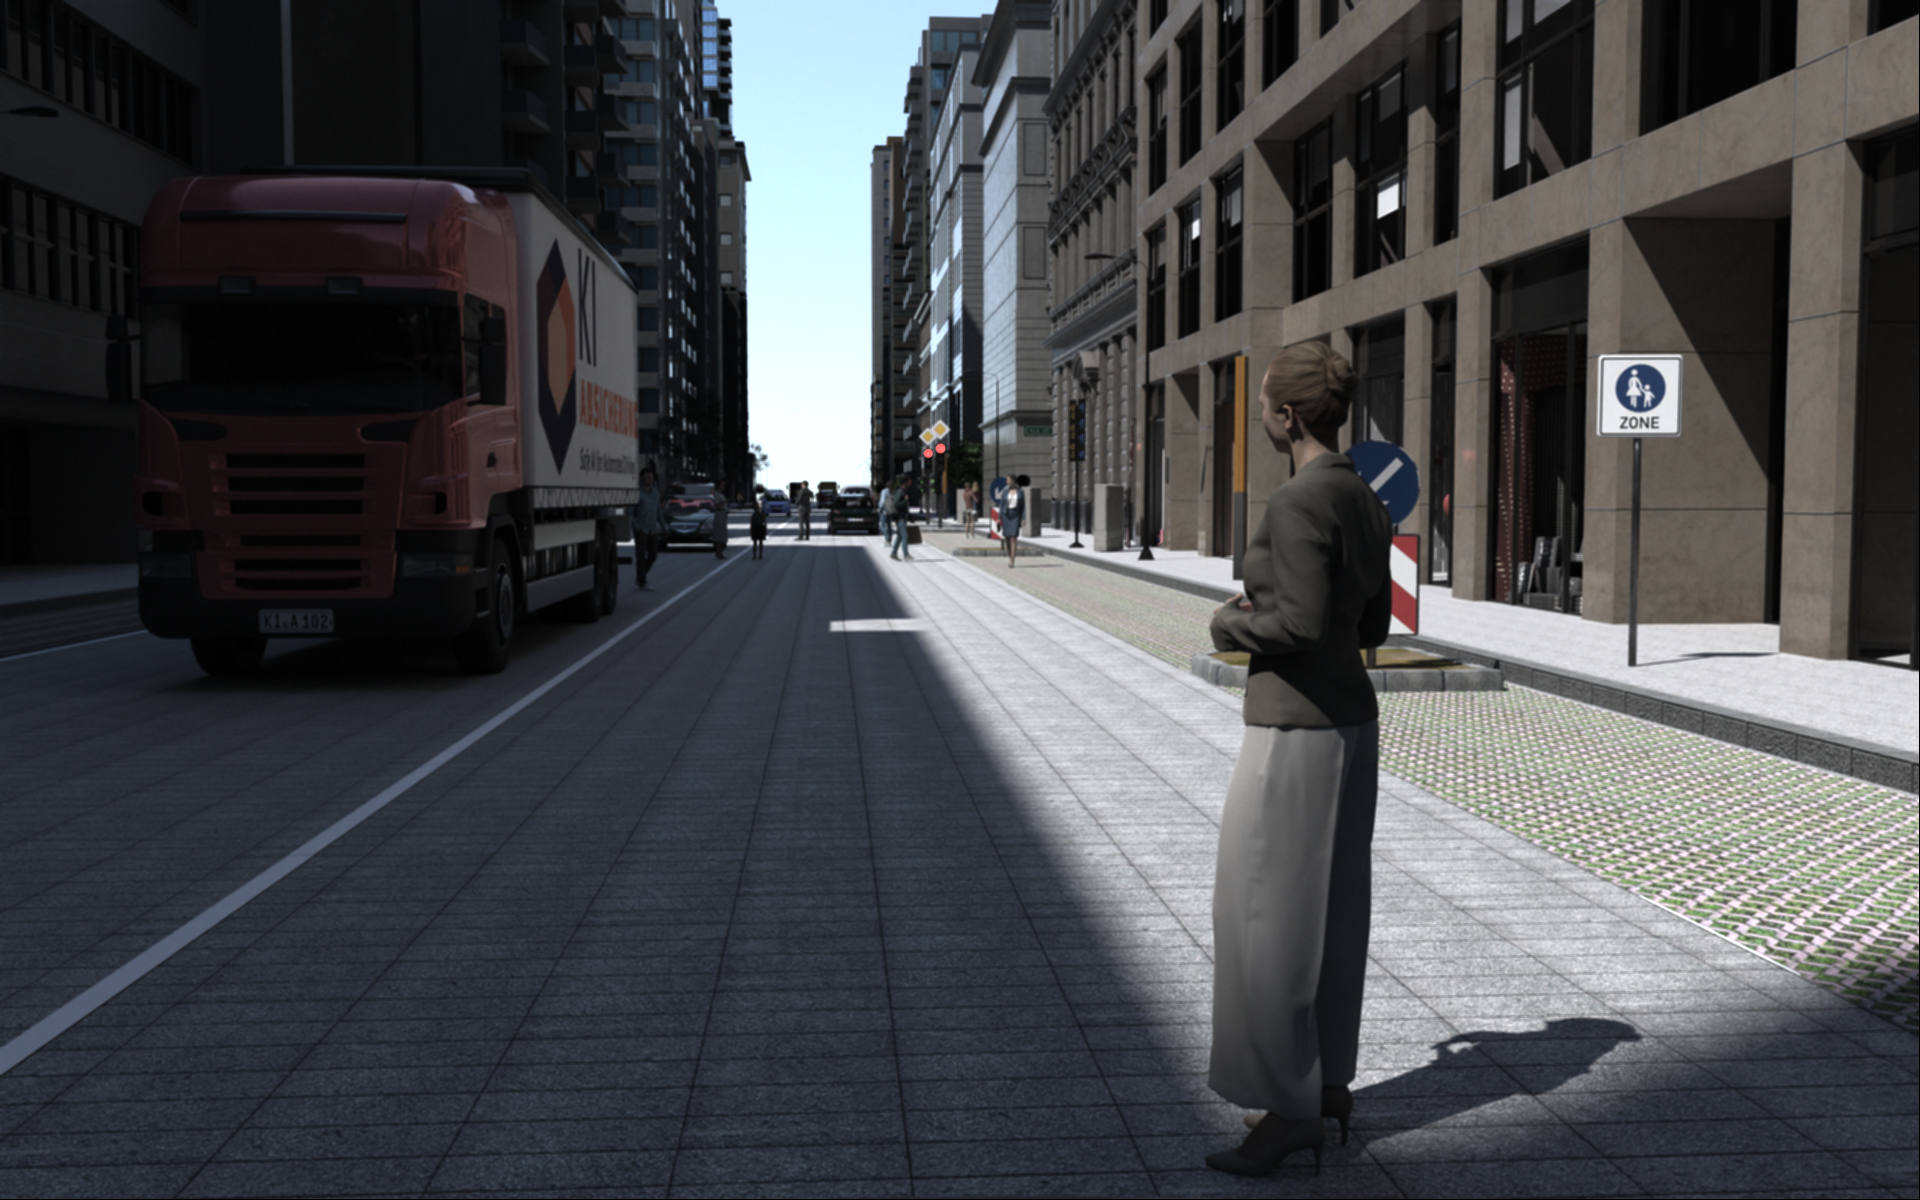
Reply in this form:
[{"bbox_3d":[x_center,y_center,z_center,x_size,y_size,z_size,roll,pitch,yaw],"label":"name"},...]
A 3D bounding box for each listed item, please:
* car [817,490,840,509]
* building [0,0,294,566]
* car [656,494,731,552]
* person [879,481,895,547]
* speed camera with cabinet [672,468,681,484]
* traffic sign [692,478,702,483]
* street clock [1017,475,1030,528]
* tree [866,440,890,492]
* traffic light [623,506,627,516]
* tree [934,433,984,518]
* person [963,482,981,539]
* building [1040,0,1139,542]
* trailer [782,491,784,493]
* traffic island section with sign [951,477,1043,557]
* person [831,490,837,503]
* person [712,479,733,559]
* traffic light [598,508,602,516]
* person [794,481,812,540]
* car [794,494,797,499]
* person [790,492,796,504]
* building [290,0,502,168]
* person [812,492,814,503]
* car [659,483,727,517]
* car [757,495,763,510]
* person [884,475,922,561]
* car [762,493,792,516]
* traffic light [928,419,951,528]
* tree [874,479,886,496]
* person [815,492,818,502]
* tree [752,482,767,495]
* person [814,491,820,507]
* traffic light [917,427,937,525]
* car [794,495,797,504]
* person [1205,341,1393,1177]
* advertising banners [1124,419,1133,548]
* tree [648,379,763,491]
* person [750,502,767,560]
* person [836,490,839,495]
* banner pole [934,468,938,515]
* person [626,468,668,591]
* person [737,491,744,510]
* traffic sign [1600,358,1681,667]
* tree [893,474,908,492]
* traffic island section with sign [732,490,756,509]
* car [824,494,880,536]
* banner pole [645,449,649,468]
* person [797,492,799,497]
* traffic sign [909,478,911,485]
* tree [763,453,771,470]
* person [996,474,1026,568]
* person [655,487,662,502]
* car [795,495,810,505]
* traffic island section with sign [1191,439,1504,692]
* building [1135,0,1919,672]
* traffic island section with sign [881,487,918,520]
[{"bbox_3d":[-12.684,-9.718,167.565,2.281,1.827,5.304,0,4,-3],"label":"car"},{"bbox_3d":[-20.329,-12.455,22.711,14.314,24.678,30.058,0,4,-4],"label":"building"},{"bbox_3d":[-6.954,-2.001,44.522,2.131,1.459,4.920,0,4,-6],"label":"car"},{"bbox_3d":[-1.980,-2.355,47.277,0.793,1.790,0.793,0,4,3],"label":"person"},{"bbox_3d":[-21.170,-8.477,132.940,0.660,3.252,2.038,3,5,42],"label":"speed camera with cabinet"},{"bbox_3d":[-20.347,-8.200,134.180,0.768,2.556,0.104,0,4,3],"label":"traffic sign"},{"bbox_3d":[2.370,-3.683,64.794,0.471,2.002,0.358,2,4,29],"label":"street clock"},{"bbox_3d":[-10.515,-17.253,232.441,4.360,8.622,3.978,0,3,0],"label":"tree"},{"bbox_3d":[-13.890,-5.070,71.814,0.839,4.253,0.868,0,4,-4],"label":"traffic light"},{"bbox_3d":[0.371,-6.651,92.462,4.285,4.588,4.351,0,3,0],"label":"tree"},{"bbox_3d":[0.390,-2.873,55.453,0.580,1.828,0.573,0,4,-1],"label":"person"},{"bbox_3d":[8.817,-13.784,54.252,11.050,23.489,19.941,0,4,-4],"label":"building"},{"bbox_3d":[-30.780,-17.751,297.282,1.471,1.999,3.904,0,4,-3],"label":"trailer"},{"bbox_3d":[0.824,-1.935,40.272,1.989,1.847,2.006,0,4,-4],"label":"traffic island section with sign"},{"bbox_3d":[-10.556,-8.366,145.629,0.623,1.781,0.721,-1,4,-11],"label":"person"},{"bbox_3d":[-5.192,-1.774,38.068,0.524,1.755,0.480,1,4,9],"label":"person"},{"bbox_3d":[-13.286,-4.583,63.851,0.839,4.253,0.868,0,4,-4],"label":"traffic light"},{"bbox_3d":[-4.889,-2.774,53.656,0.447,1.846,0.655,2,4,35],"label":"person"},{"bbox_3d":[-25.309,-16.140,273.680,2.009,1.686,4.222,0,4,-3],"label":"car"},{"bbox_3d":[-25.243,-15.426,261.427,1.217,1.735,0.721,2,4,34],"label":"person"},{"bbox_3d":[-23.870,-13.815,55.558,15.834,23.373,12.332,0,4,-4],"label":"building"},{"bbox_3d":[-23.178,-16.154,272.761,0.705,1.807,1.348,1,4,9],"label":"person"},{"bbox_3d":[-8.905,-2.984,57.468,2.281,1.827,5.304,0,4,-2],"label":"car"},{"bbox_3d":[-17.341,-8.841,156.904,2.083,1.381,4.827,0,4,-5],"label":"car"},{"bbox_3d":[-1.192,-1.730,36.775,0.713,1.824,0.794,2,4,27],"label":"person"},{"bbox_3d":[-11.841,-6.285,112.342,1.945,1.707,3.694,0,4,-4],"label":"car"},{"bbox_3d":[-0.762,-4.642,64.814,0.839,4.253,0.868,0,4,-4],"label":"traffic light"},{"bbox_3d":[-9.906,-13.477,214.950,1.663,3.219,1.824,0,3,0],"label":"tree"},{"bbox_3d":[-24.942,-17.943,302.388,0.721,1.766,1.217,2,4,29],"label":"person"},{"bbox_3d":[-29.823,-16.015,256.446,1.663,3.219,1.824,0,3,0],"label":"tree"},{"bbox_3d":[-16.129,-11.606,198.393,1.348,1.807,0.705,-1,4,-17],"label":"person"},{"bbox_3d":[-1.366,-5.129,72.776,0.839,4.253,0.868,0,4,-4],"label":"traffic light"},{"bbox_3d":[-22.256,-14.303,242.656,1.959,1.807,4.718,0,4,-3],"label":"car"},{"bbox_3d":[0.726,0.321,3.801,0.362,1.759,0.519,2,4,35],"label":"person"},{"bbox_3d":[4.020,-2.754,41.221,0.090,3.025,2.074,0,4,2],"label":"advertising banners"},{"bbox_3d":[-21.850,-12.677,141.677,8.767,10.594,7.601,1,4,14],"label":"tree"},{"bbox_3d":[-4.407,-1.512,37.887,0.362,1.253,0.373,0,4,-2],"label":"person"},{"bbox_3d":[-13.649,-11.220,191.585,1.348,1.869,0.705,0,4,4],"label":"person"},{"bbox_3d":[-1.431,-7.006,104.568,0.401,3.779,0.863,-1,4,-16],"label":"banner pole"},{"bbox_3d":[-4.710,-1.058,25.824,0.620,1.820,0.660,2,4,34],"label":"person"},{"bbox_3d":[-19.329,-8.750,152.284,0.721,1.735,1.217,-2,4,-34],"label":"person"},{"bbox_3d":[5.003,-0.654,12.823,0.606,2.300,0.079,0,4,3],"label":"traffic sign"},{"bbox_3d":[-5.202,-9.809,154.975,1.663,3.219,1.824,0,3,0],"label":"tree"},{"bbox_3d":[-21.424,-9.911,170.673,1.989,1.847,2.006,0,4,-4],"label":"traffic island section with sign"},{"bbox_3d":[-3.785,-3.146,61.228,2.009,1.686,4.222,0,4,-6],"label":"car"},{"bbox_3d":[-17.548,-6.563,97.323,0.401,3.779,0.863,0,4,1],"label":"banner pole"},{"bbox_3d":[-22.080,-13.859,236.016,0.541,1.710,0.530,-3,5,-44],"label":"person"},{"bbox_3d":[-4.061,-8.001,130.920,0.768,2.556,0.104,0,4,0],"label":"traffic sign"},{"bbox_3d":[-28.160,-17.496,220.474,8.767,10.594,7.601,-1,4,-16],"label":"tree"},{"bbox_3d":[1.029,-1.542,33.734,0.581,1.822,0.654,1,4,21],"label":"person"},{"bbox_3d":[-15.837,-5.026,90.852,0.590,1.801,0.661,0,4,2],"label":"person"},{"bbox_3d":[-20.148,-13.023,222.714,2.009,1.686,4.222,0,4,-3],"label":"car"},{"bbox_3d":[2.860,-0.290,13.363,1.989,1.847,2.006,0,4,-4],"label":"traffic island section with sign"},{"bbox_3d":[15.264,-13.577,26.505,19.350,26.468,34.151,0,4,-4],"label":"building"},{"bbox_3d":[-3.368,-5.315,95.531,1.989,1.847,2.006,0,4,-4],"label":"traffic island section with sign"}]
